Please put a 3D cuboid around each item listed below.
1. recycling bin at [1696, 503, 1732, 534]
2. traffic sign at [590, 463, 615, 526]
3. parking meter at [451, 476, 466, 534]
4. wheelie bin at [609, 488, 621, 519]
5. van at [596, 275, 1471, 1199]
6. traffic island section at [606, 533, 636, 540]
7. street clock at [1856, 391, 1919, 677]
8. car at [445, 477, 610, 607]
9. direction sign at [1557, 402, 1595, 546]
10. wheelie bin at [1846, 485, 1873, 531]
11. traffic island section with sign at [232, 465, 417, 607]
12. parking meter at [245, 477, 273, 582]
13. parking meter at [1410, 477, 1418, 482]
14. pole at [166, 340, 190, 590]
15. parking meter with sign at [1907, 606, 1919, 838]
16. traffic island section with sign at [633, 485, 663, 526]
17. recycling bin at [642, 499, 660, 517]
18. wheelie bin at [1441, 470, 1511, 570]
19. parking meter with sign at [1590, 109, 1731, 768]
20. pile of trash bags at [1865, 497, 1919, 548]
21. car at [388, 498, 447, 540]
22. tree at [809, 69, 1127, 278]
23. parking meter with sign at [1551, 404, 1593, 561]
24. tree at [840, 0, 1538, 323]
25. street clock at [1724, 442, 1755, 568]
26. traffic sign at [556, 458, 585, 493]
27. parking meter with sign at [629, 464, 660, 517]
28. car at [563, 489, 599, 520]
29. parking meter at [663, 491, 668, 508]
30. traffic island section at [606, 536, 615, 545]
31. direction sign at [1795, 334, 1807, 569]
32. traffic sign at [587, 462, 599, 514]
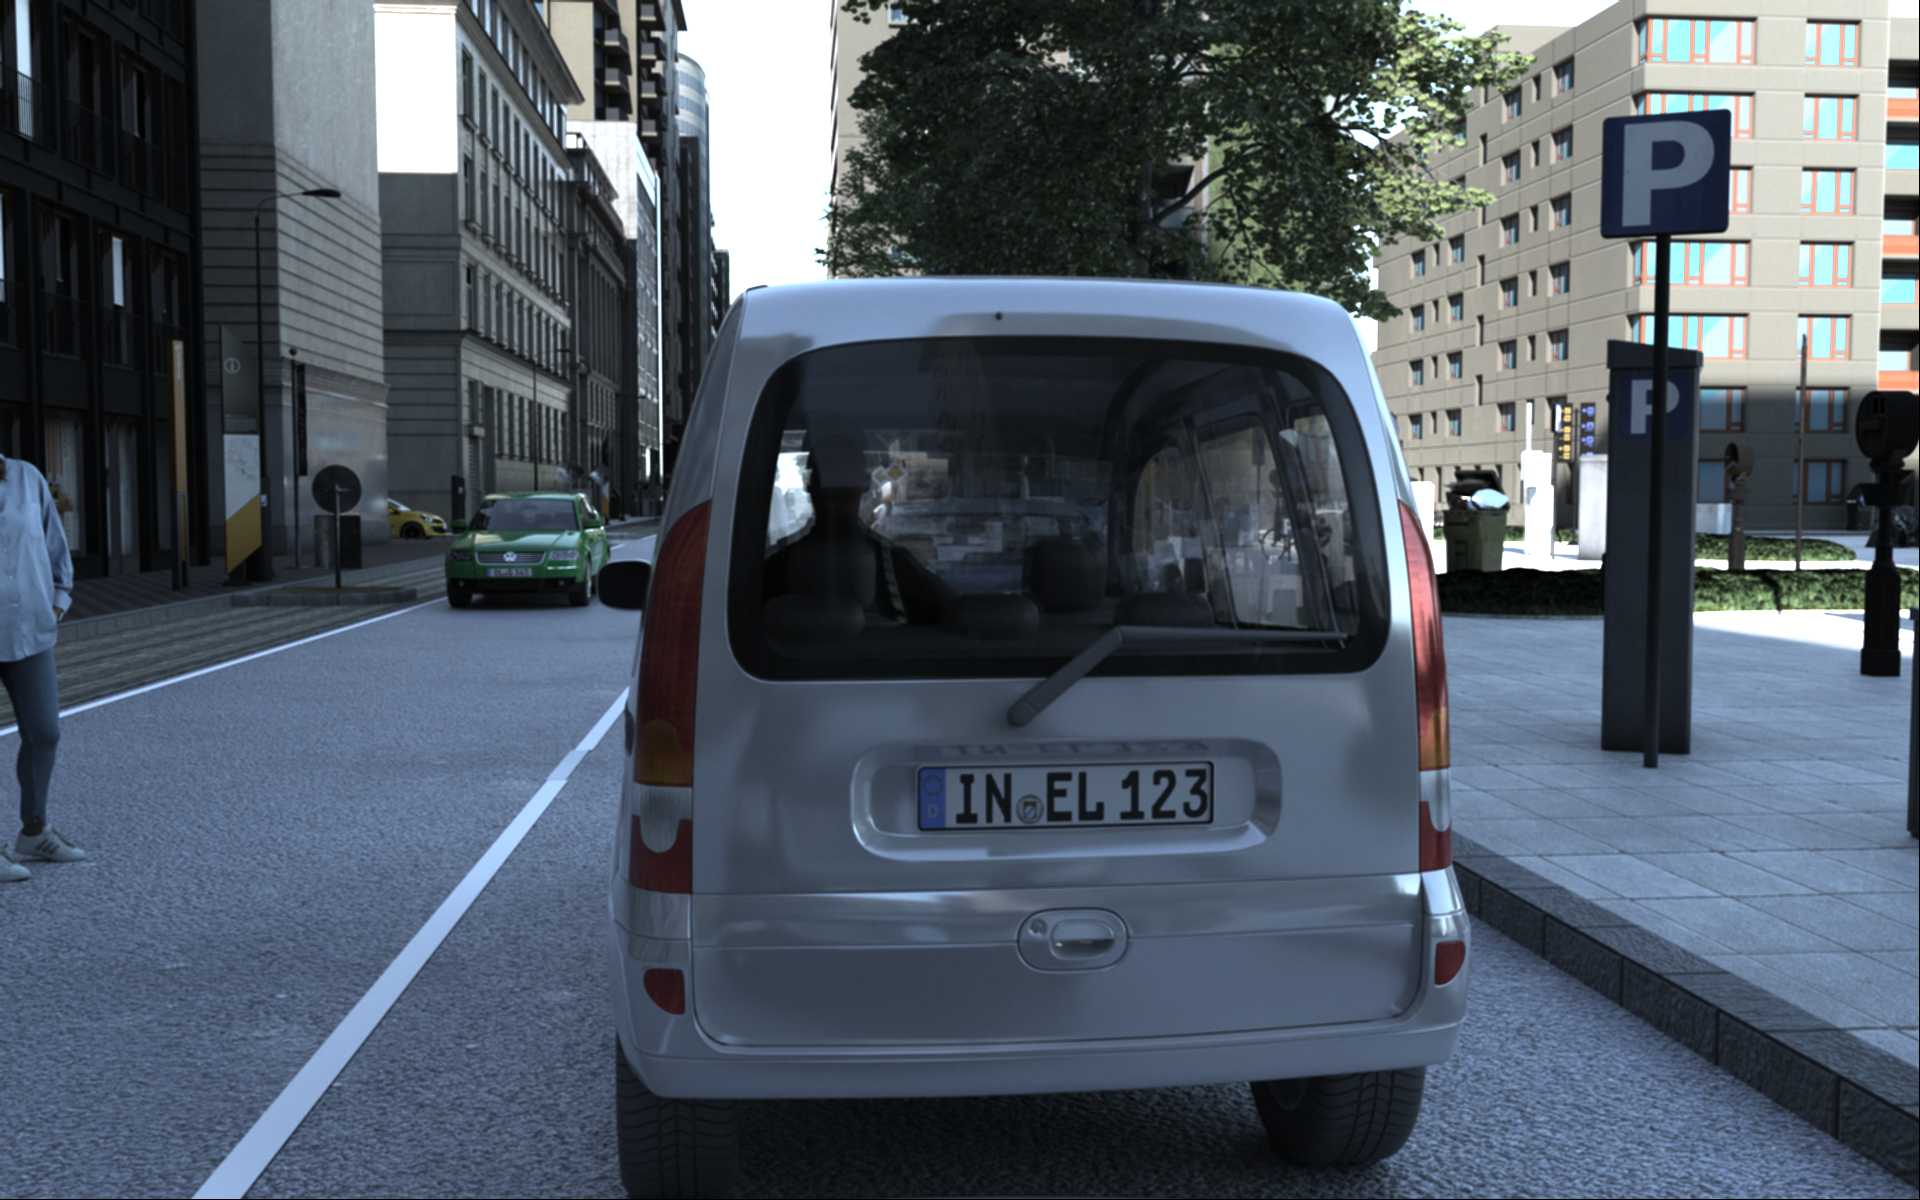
[{"bbox_3d":[20.319,-2.094,46.793,0.722,1.027,0.722,-2,4,-34],"label":"recycling bin"},{"bbox_3d":[-11.484,-3.179,55.618,0.795,2.450,0.064,0,4,-6],"label":"traffic sign"},{"bbox_3d":[-15.960,-3.023,55.134,0.255,1.863,0.399,2,4,30],"label":"parking meter"},{"bbox_3d":[-17.568,-4.897,87.981,0.693,1.594,0.980,-1,4,-9],"label":"wheelie bin"},{"bbox_3d":[-0.065,0.124,4.976,2.013,2.044,4.112,0,4,-7],"label":"van"},{"bbox_3d":[-11.507,-2.043,55.678,2.009,0.180,2.903,0,4,-6],"label":"traffic island section"},{"bbox_3d":[6.513,-0.467,12.199,0.358,2.002,0.471,0,4,1],"label":"street clock"},{"bbox_3d":[-5.782,-0.897,23.460,1.959,1.807,4.718,0,4,-7],"label":"car"},{"bbox_3d":[15.288,-3.122,43.043,0.876,3.537,0.379,2,4,26],"label":"direction sign"},{"bbox_3d":[31.045,-3.172,59.768,0.693,1.594,0.980,0,4,-6],"label":"wheelie bin"},{"bbox_3d":[-8.325,-0.875,22.927,1.989,1.847,2.006,0,4,-6],"label":"traffic island section with sign"},{"bbox_3d":[-10.312,-1.041,25.431,0.372,1.533,0.369,0,3,0],"label":"parking meter"},{"bbox_3d":[15.042,-3.181,57.725,0.399,1.863,0.255,-1,4,-18],"label":"parking meter"},{"bbox_3d":[-10.435,-1.790,23.108,0.158,3.312,0.155,0,3,0],"label":"pole"},{"bbox_3d":[4.419,-0.611,6.244,1.738,3.016,0.543,0,4,-1],"label":"parking meter with sign"},{"bbox_3d":[-13.733,-4.271,78.466,1.989,1.847,2.006,0,4,-6],"label":"traffic island section with sign"},{"bbox_3d":[-17.360,-5.189,97.391,0.722,1.027,0.722,2,4,27],"label":"recycling bin"},{"bbox_3d":[6.788,-0.910,22.794,0.693,1.594,0.980,-3,4,-36],"label":"wheelie bin"},{"bbox_3d":[3.547,-0.767,8.808,0.543,3.016,1.738,1,4,22],"label":"parking meter with sign"},{"bbox_3d":[23.581,-1.975,42.037,3.447,1.369,1.912,-3,4,-38],"label":"pile of trash bags"},{"bbox_3d":[-17.265,-2.509,51.241,3.980,1.641,2.015,0,4,-6],"label":"car"},{"bbox_3d":[0.197,-7.096,41.782,9.928,11.665,9.643,0,3,0],"label":"tree"},{"bbox_3d":[12.247,-2.257,33.164,1.738,3.016,0.543,2,4,29],"label":"parking meter with sign"},{"bbox_3d":[2.002,-6.100,17.858,7.486,12.596,7.792,0,3,0],"label":"tree"},{"bbox_3d":[10.912,-1.207,24.299,0.358,2.002,0.471,0,4,1],"label":"street clock"},{"bbox_3d":[-10.711,-2.693,47.671,0.795,2.450,0.064,0,4,-6],"label":"traffic sign"},{"bbox_3d":[-17.981,-6.269,98.763,1.738,3.016,0.543,-3,5,-39],"label":"parking meter with sign"},{"bbox_3d":[-10.041,-2.103,43.185,1.959,1.807,4.718,0,4,-5],"label":"car"},{"bbox_3d":[-22.031,-7.413,129.616,0.372,1.533,0.369,0,3,0],"label":"parking meter"},{"bbox_3d":[-10.734,-1.557,47.730,2.009,0.180,2.903,0,4,-6],"label":"traffic island section"},{"bbox_3d":[12.098,-2.013,24.913,0.379,3.537,0.876,2,4,27],"label":"direction sign"},{"bbox_3d":[-14.865,-4.349,71.117,0.884,2.594,0.081,0,4,-3],"label":"traffic sign"}]
